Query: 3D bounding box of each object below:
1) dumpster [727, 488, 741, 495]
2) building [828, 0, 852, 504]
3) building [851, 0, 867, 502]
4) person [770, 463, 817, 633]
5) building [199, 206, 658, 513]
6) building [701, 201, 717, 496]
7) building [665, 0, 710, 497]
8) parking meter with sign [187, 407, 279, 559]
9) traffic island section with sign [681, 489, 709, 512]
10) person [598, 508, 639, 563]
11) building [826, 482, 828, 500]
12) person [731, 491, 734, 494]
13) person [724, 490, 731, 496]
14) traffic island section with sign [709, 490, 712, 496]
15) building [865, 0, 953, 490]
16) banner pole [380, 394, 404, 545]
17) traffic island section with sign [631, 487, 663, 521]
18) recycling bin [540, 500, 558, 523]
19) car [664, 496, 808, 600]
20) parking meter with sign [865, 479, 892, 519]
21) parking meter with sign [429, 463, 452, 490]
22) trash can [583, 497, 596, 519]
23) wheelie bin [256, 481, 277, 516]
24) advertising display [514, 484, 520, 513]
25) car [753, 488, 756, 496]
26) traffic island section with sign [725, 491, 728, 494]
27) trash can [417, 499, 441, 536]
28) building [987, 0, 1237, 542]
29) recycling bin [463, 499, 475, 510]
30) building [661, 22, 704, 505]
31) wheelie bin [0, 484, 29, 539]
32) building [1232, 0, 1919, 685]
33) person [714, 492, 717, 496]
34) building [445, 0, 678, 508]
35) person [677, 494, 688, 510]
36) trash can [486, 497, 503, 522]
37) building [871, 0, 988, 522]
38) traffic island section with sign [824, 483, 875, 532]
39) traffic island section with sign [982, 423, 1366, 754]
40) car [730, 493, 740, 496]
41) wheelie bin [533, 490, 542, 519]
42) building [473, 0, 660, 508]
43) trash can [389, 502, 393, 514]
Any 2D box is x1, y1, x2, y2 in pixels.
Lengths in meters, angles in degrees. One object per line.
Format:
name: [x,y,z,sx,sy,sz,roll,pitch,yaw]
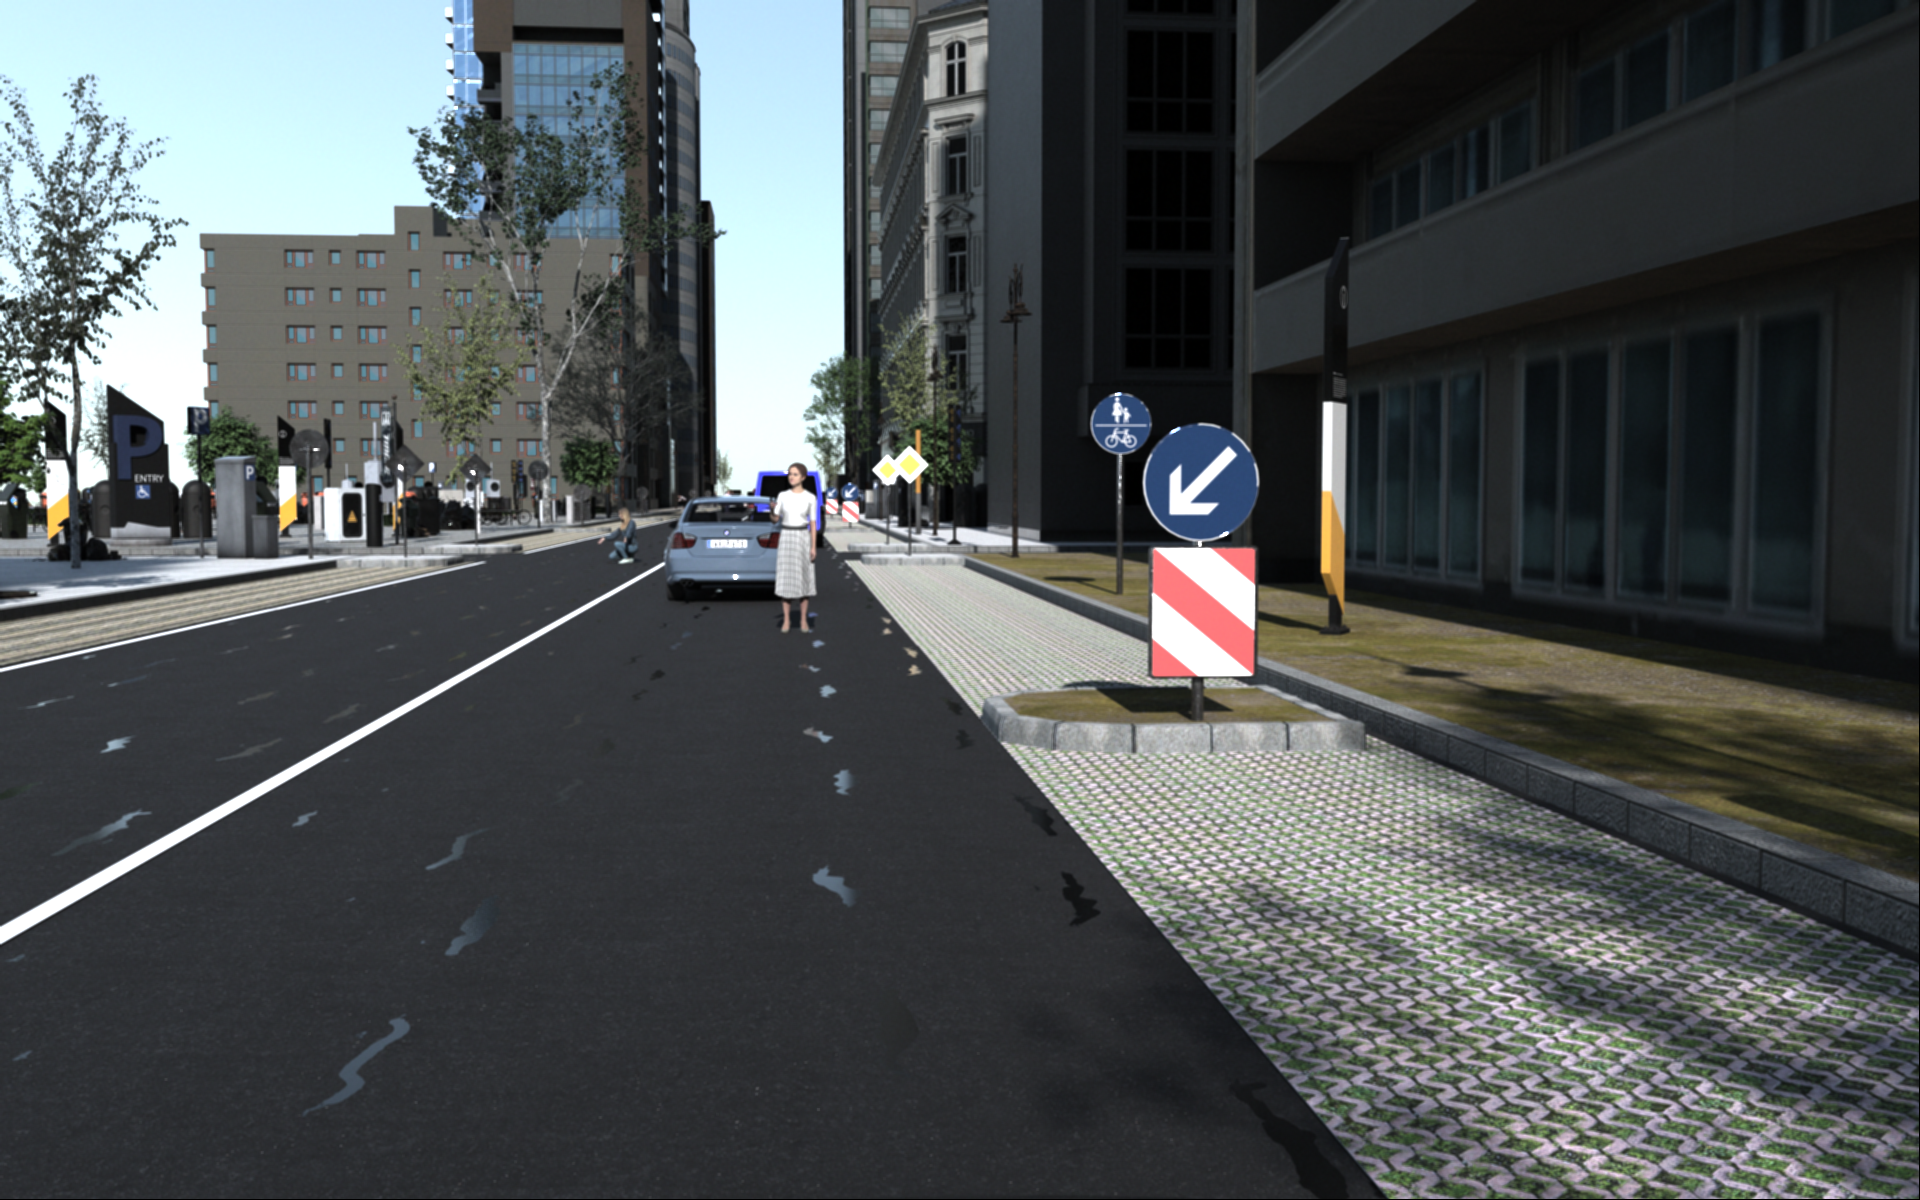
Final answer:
dumpster: [-31.596,-14.525,242.439,1.985,2.255,1.502,0,4,-7]
building: [-6.299,-47.701,218.156,20.563,71.187,20.611,0,4,-6]
building: [0.501,-37.755,159.292,21.231,58.520,28.212,0,4,-6]
person: [-1.717,-0.536,17.839,0.480,1.755,0.524,0,4,-2]
building: [-37.947,-17.470,130.672,27.650,21.520,28.899,0,4,-6]
building: [-43.376,-37.065,256.128,14.600,45.320,14.200,0,4,-6]
building: [-45.128,-48.880,237.435,20.563,71.187,20.611,0,4,-6]
parking meter with sign: [-14.454,-2.342,34.549,1.738,3.016,0.543,1,4,15]
traffic island section with sign: [-21.849,-8.165,142.120,1.989,1.847,2.006,0,4,-6]
person: [-7.000,-1.340,35.910,0.738,1.151,1.012,-2,4,-30]
building: [-4.380,-35.144,266.487,32.217,40.220,23.993,0,4,-6]
person: [-26.675,-11.890,202.843,1.348,1.831,0.705,1,4,21]
person: [-16.586,-7.008,124.015,0.756,1.711,0.436,-2,4,-32]
traffic island section with sign: [-24.496,-9.805,168.945,1.989,1.847,2.006,0,4,-6]
building: [-0.542,-27.814,138.359,14.154,41.232,14.086,0,4,-6]
banner pole: [-14.374,-3.284,43.719,0.863,3.779,0.401,3,5,40]
traffic island section with sign: [-16.932,-5.132,92.533,1.989,1.847,2.006,0,4,-6]
recycling bin: [-18.324,-3.943,77.024,0.722,1.027,0.722,0,4,-3]
car: [-3.182,-0.775,24.679,2.014,1.417,4.499,0,4,-4]
parking meter with sign: [-4.118,-5.676,89.057,0.543,3.016,1.738,3,5,45]
parking meter with sign: [-28.649,-6.127,96.442,0.543,3.016,1.738,3,4,38]
trash can: [-19.245,-4.787,89.924,0.748,1.137,0.748,0,3,0]
wheelie bin: [-17.496,-2.158,43.190,0.693,1.594,0.980,0,4,2]
advertising display: [-28.255,-6.434,110.410,0.123,1.923,0.974,0,4,0]
car: [-10.501,-5.266,94.766,2.281,1.827,5.304,0,4,-4]
traffic island section with sign: [-32.687,-14.852,251.459,1.989,1.847,2.006,0,4,-6]
trash can: [-16.392,-2.559,53.489,0.748,1.137,0.748,0,3,0]
building: [13.442,-15.810,52.000,24.014,27.812,14.314,0,4,-6]
recycling bin: [-26.256,-4.895,92.580,0.722,1.027,0.722,0,4,3]
building: [-43.123,-41.069,213.475,21.231,58.520,28.212,0,4,-6]
wheelie bin: [-27.209,-2.561,49.787,0.980,1.594,0.693,2,4,35]
building: [15.665,-23.925,14.878,21.300,48.544,21.600,0,4,-6]
person: [-26.098,-10.735,184.931,0.530,1.710,0.541,1,4,18]
building: [-39.624,-52.651,173.521,22.319,86.520,31.000,0,4,-6]
person: [-19.500,-6.727,121.675,0.628,1.438,0.799,2,4,23]
trash can: [-21.612,-4.207,80.433,0.748,1.137,0.748,0,3,0]
building: [4.546,-19.652,97.728,17.030,29.872,44.131,0,4,-6]
traffic island section with sign: [-4.267,-3.467,65.319,1.989,1.847,2.006,0,4,-6]
traffic island section with sign: [1.172,-0.112,10.462,1.989,1.847,2.006,0,4,-6]
car: [-17.726,-7.653,134.904,2.009,1.686,4.222,0,4,-7]
wheelie bin: [-21.975,-5.059,90.629,0.693,1.594,0.980,-1,4,-14]
building: [-33.858,-30.737,152.658,14.600,45.320,14.200,0,4,-6]
trash can: [-29.030,-4.730,88.984,0.748,1.137,0.748,0,3,0]
